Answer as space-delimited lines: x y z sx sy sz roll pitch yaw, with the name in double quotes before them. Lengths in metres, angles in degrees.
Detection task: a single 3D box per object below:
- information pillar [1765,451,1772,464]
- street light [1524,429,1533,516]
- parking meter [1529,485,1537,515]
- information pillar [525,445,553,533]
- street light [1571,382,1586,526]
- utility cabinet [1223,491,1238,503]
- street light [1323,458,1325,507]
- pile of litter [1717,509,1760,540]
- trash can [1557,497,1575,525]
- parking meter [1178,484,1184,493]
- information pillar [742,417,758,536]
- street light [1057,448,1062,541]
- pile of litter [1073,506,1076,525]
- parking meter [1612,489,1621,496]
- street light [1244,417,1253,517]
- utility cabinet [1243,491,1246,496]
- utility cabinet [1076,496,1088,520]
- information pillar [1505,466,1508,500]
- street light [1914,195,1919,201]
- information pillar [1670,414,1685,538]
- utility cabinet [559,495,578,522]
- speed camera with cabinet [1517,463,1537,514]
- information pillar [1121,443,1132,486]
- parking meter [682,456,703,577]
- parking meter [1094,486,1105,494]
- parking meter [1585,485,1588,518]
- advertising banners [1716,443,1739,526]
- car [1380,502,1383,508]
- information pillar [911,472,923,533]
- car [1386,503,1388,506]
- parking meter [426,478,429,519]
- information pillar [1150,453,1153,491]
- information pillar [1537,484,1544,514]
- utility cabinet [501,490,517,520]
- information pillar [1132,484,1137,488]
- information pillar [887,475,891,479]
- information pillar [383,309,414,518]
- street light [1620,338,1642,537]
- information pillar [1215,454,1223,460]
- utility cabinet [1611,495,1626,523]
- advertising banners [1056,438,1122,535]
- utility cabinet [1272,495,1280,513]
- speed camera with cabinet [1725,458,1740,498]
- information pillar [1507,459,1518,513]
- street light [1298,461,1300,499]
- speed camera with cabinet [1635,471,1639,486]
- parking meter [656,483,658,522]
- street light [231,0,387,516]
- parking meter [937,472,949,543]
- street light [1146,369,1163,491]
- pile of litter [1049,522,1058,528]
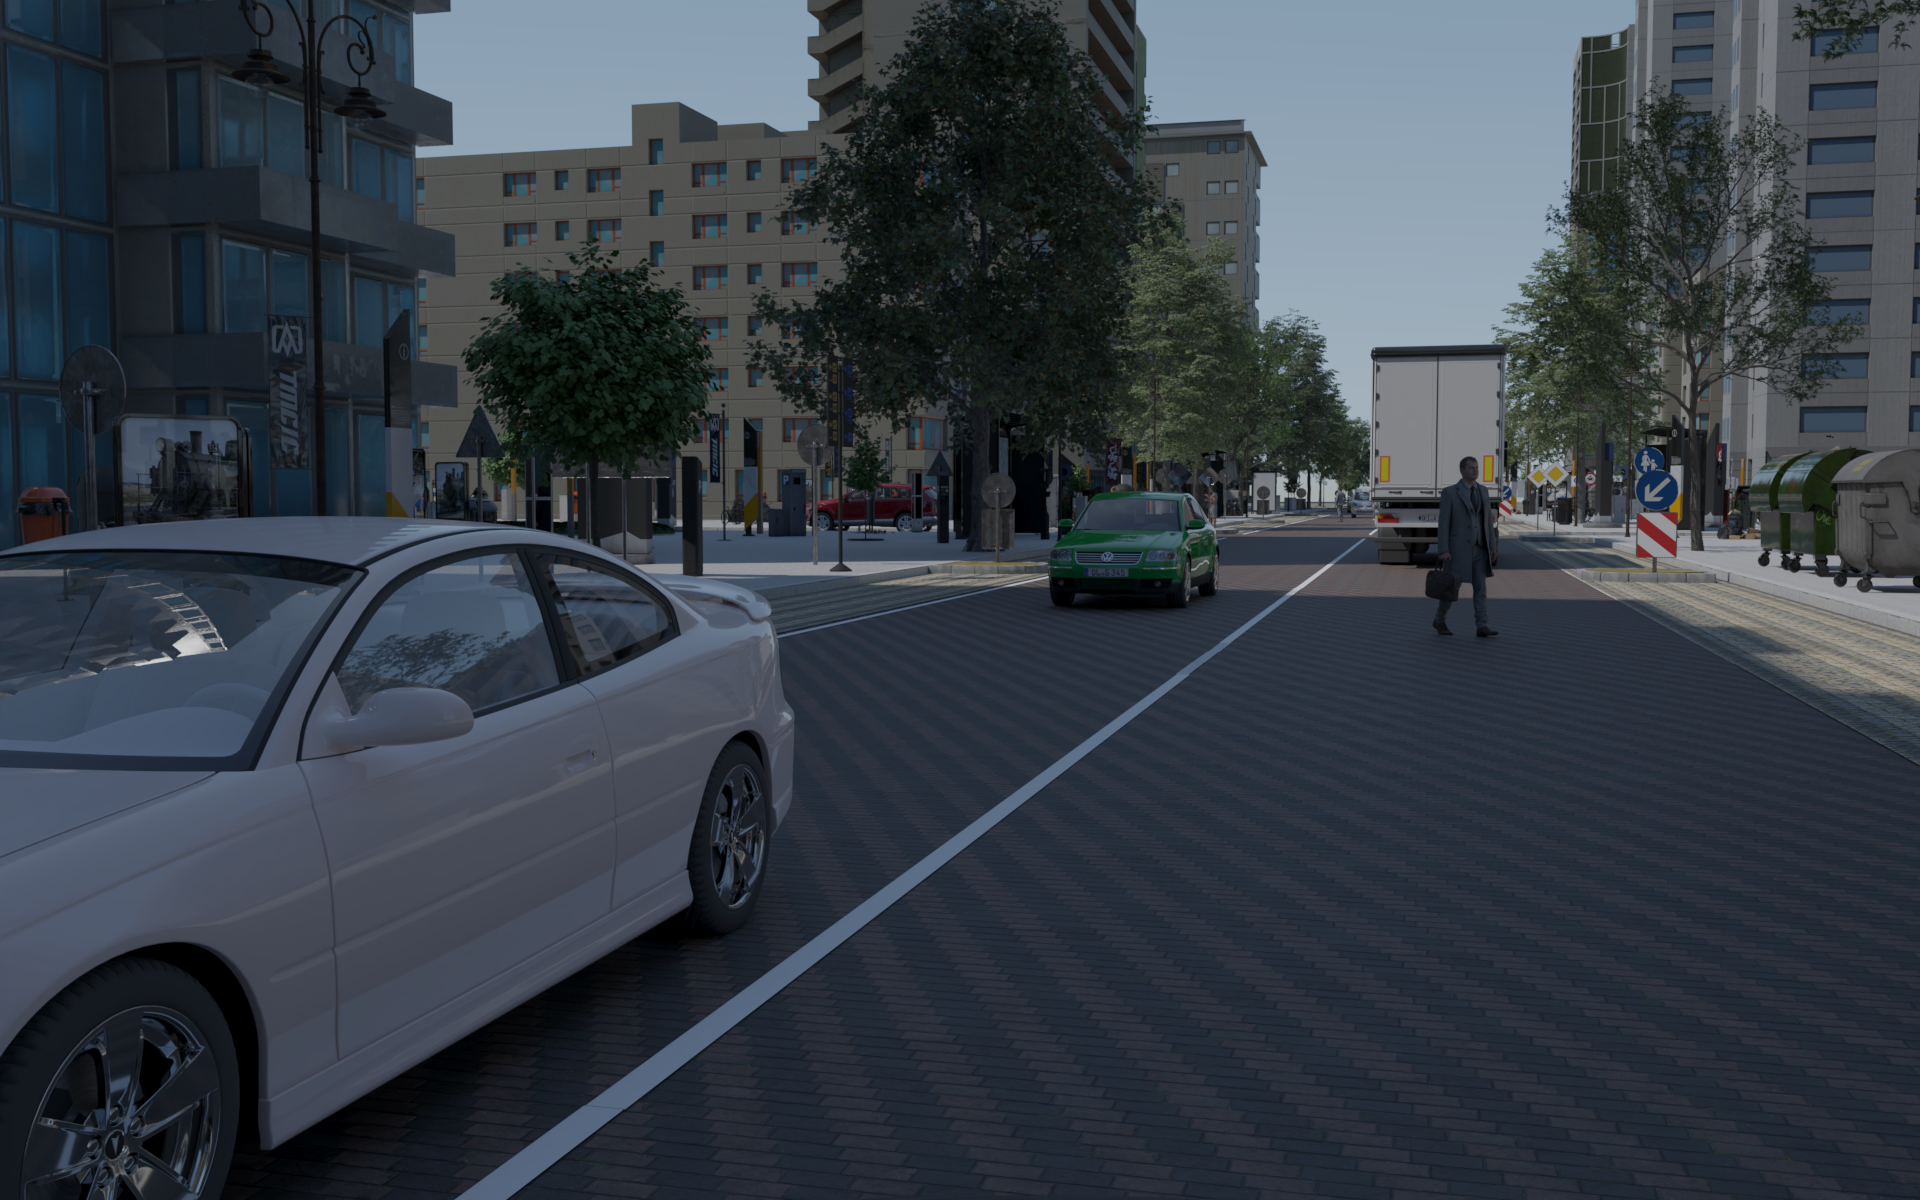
"information pillar" 43.793 -6.272 93.898 0.504 3.616 0.183 -3 4 -36
"street light" 32.940 -7.807 100.430 0.468 5.910 1.993 1 4 15
"parking meter" 35.185 -6.157 106.384 0.399 1.863 0.255 2 4 24
"information pillar" -5.977 -1.230 24.607 0.304 2.012 0.304 -2 4 -35
"street light" 24.396 -5.850 68.433 0.468 5.910 1.993 1 4 15
"utility cabinet" 17.230 -6.242 110.734 1.173 1.500 0.318 2 4 24
"street light" 35.894 -12.112 170.813 0.468 5.910 1.993 1 4 15
"pile of litter" 22.298 -2.158 49.256 1.719 0.858 1.176 -1 4 -12
"trash can" 25.194 -3.699 72.125 0.748 1.137 0.748 0 3 0
"parking meter" 11.772 -5.260 91.710 0.255 1.863 0.399 -3 5 -45
"information pillar" -6.367 -3.746 52.599 0.504 3.616 0.183 2 4 32
"street light" 2.701 -4.527 46.809 0.468 5.910 1.993 1 4 15
"pile of litter" 4.689 -3.648 73.606 1.176 0.858 1.719 0 4 4
"parking meter" 30.346 -4.385 80.113 0.372 1.533 0.369 0 3 0
"street light" 15.949 -7.544 96.131 0.468 5.910 1.993 1 4 15
"utility cabinet" 18.917 -6.618 116.880 1.173 1.500 0.318 -2 4 -34
"utility cabinet" 3.705 -2.550 52.852 0.306 1.237 1.020 1 4 8
"information pillar" 39.161 -8.114 124.013 0.183 3.616 0.504 3 4 38
"street light" 11.441 -2.890 20.047 0.468 5.910 1.993 1 4 15
"information pillar" 20.914 -3.620 50.547 0.183 3.616 0.504 -1 4 -14
"utility cabinet" -17.478 -4.061 77.553 1.020 1.237 0.306 3 4 36
"speed camera with cabinet" 36.469 -7.125 110.828 2.038 3.252 0.660 -3 5 -40
"information pillar" 7.152 -5.085 74.502 0.504 3.616 0.183 -2 4 -23
"parking meter" -4.168 -1.301 26.977 0.255 1.863 0.399 0 4 4
"parking meter" 4.452 -2.879 55.484 0.372 1.533 0.369 0 3 0
"parking meter" 33.147 -5.284 92.110 0.399 1.863 0.255 -1 4 -11
"advertising banners" 26.282 -3.863 59.344 0.090 3.025 2.074 0 4 4
"car" 38.019 -8.963 156.770 2.015 1.641 3.980 1 4 17
"information pillar" -1.434 -3.266 57.895 0.304 2.012 0.304 -1 4 -21
"car" 20.074 -3.980 77.434 2.083 1.381 4.827 1 4 16
"parking meter" -16.863 -2.970 54.264 0.399 1.863 0.255 -1 4 -22
"information pillar" 10.662 -6.431 96.502 0.183 3.616 0.504 0 4 -1
"information pillar" 36.691 -6.423 109.514 0.304 2.012 0.304 0 4 5
"utility cabinet" -21.915 -4.616 84.149 0.318 1.500 1.173 1 4 8
"information pillar" 12.212 -7.133 121.119 0.304 2.012 0.304 0 4 -8
"information pillar" -2.895 -3.833 67.165 0.304 2.012 0.304 -2 4 -30
"information pillar" -7.038 -1.859 21.754 0.183 3.616 0.504 1 4 15
"street light" 19.870 -4.807 51.380 0.468 5.910 1.993 1 4 15
"information pillar" 14.369 -6.408 96.119 0.504 3.616 0.183 3 4 36
"utility cabinet" 29.063 -4.000 76.557 1.020 1.237 0.306 -3 5 -42
"advertising banners" 4.034 -3.549 54.207 2.074 3.025 0.090 0 4 3
"utility cabinet" 20.894 -6.406 115.896 1.020 1.237 0.306 -1 4 -11
"speed camera with cabinet" 43.197 -6.171 95.234 2.038 3.252 0.660 2 4 33
"information pillar" 37.041 -7.610 115.780 0.504 3.616 0.183 -2 4 -25
"street light" 27.062 -10.113 138.136 0.468 5.910 1.993 1 4 15
"speed camera with cabinet" 47.499 -7.658 119.542 0.660 3.252 2.038 -3 4 -38
"parking meter" -13.872 -4.562 80.295 0.399 1.863 0.255 2 4 31
"street light" -5.743 -2.611 15.479 0.468 5.910 1.993 1 4 15
"parking meter" -0.442 -2.415 45.192 0.255 1.863 0.399 -1 4 -14
"street light" 7.177 -5.571 63.876 0.468 5.910 1.993 1 4 15
"pile of litter" 2.901 -3.117 64.933 1.719 0.858 1.176 1 4 15
